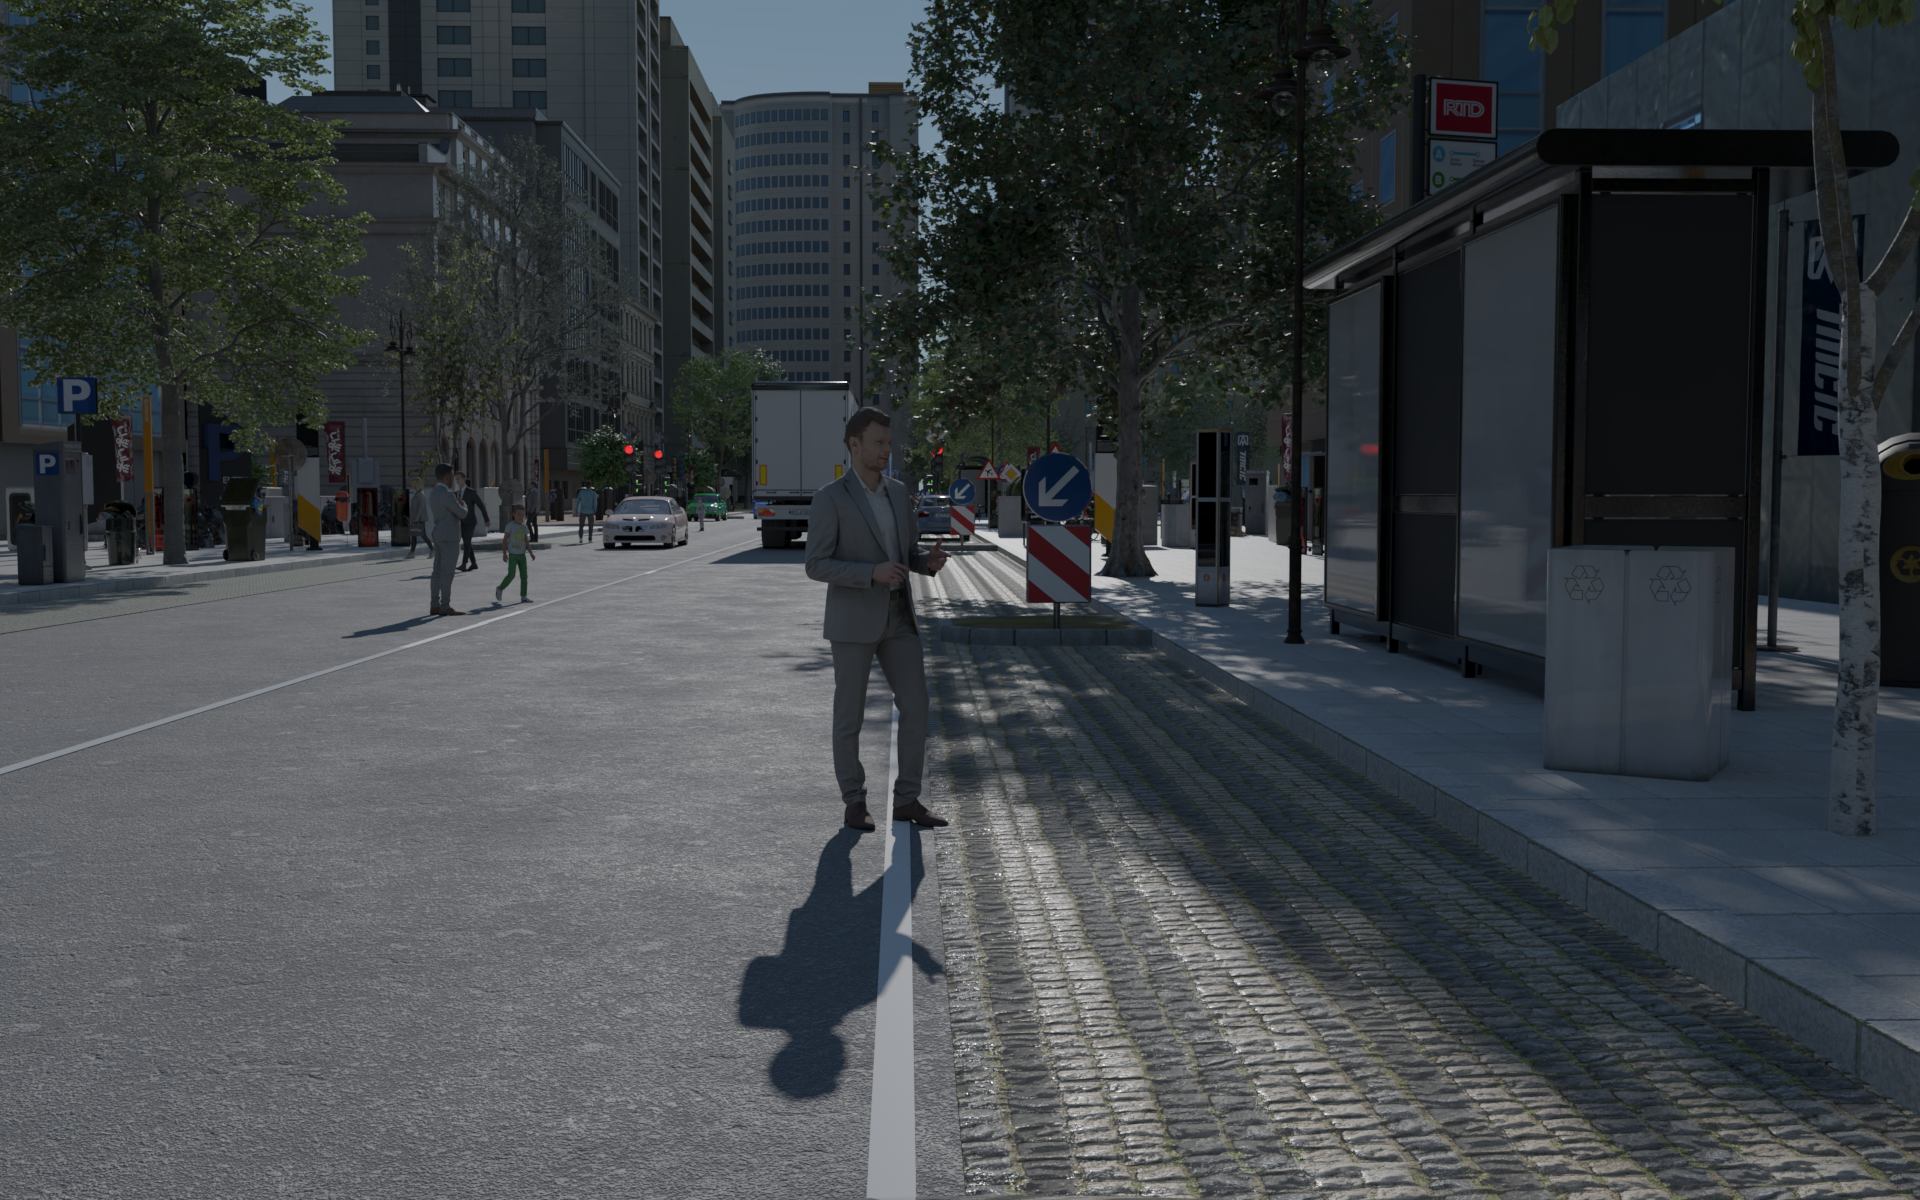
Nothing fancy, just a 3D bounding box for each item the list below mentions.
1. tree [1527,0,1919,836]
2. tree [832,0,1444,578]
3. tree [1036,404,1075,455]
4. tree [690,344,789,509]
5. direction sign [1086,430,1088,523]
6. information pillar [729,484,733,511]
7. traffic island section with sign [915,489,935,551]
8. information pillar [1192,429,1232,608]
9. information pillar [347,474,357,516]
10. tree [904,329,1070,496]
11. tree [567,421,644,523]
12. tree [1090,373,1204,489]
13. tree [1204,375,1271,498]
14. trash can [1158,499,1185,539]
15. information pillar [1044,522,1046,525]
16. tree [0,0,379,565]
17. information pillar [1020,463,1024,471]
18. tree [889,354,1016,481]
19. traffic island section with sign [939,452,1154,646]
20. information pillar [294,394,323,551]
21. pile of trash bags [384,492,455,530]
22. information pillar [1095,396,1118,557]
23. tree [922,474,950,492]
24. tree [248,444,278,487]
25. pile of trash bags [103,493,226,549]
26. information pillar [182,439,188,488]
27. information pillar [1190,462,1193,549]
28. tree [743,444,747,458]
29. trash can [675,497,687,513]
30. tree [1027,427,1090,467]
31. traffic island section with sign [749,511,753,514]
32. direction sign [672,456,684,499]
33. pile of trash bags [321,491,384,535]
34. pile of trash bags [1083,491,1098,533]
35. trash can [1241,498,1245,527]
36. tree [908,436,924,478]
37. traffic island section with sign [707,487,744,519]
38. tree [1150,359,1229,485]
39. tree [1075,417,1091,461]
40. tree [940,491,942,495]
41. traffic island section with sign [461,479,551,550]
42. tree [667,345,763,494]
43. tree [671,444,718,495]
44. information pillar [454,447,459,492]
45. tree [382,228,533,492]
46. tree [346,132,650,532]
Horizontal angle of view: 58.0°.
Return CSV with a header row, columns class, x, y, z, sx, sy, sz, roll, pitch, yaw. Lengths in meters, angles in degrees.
class,x,y,z,sx,sy,sz,roll,pitch,yaw
tree,3.194,-3.413,6.166,4.737,8.622,4.395,0,3,0
tree,2.723,-6.719,26.866,9.611,12.733,9.660,0,3,0
tree,8.198,-11.691,141.516,4.360,8.622,3.978,0,3,0
tree,-18.262,-14.795,148.555,9.857,13.997,8.962,0,3,0
direction sign,4.521,-4.257,61.604,0.379,3.537,0.876,0,4,7
information pillar,-16.901,-7.566,128.193,0.304,2.012,0.304,1,4,11
traffic island section with sign,-0.073,-2.172,44.144,1.989,1.847,2.006,0,4,-2
information pillar,2.881,-0.930,19.701,0.304,2.012,0.304,3,4,37
information pillar,-21.999,-3.563,62.750,0.304,2.012,0.304,-3,4,-37
tree,1.763,-10.042,82.308,7.486,12.596,7.792,0,3,0
tree,-15.952,-5.771,78.062,4.285,4.588,4.351,0,3,0
tree,10.238,-8.840,94.894,4.360,8.622,3.978,0,3,0
tree,16.114,-8.941,96.541,4.360,8.622,3.978,0,3,0
trash can,5.799,-2.191,47.484,0.748,1.137,0.748,0,3,0
information pillar,2.772,-2.971,53.068,0.304,2.012,0.304,1,4,18
tree,-14.816,-6.925,31.351,7.486,12.596,7.792,0,3,0
information pillar,4.399,-7.954,121.401,0.504,3.616,0.183,-3,5,-40
tree,-0.434,-13.804,136.060,12.009,13.543,11.850,0,3,0
traffic island section with sign,0.796,-0.522,17.166,1.989,1.847,2.006,0,4,-2
information pillar,-14.760,-2.930,39.255,0.504,3.616,0.183,-2,4,-28
pile of trash bags,-19.640,-3.208,62.199,3.447,1.369,1.912,-2,4,-31
information pillar,3.002,-2.690,35.330,0.504,3.616,0.183,-1,4,-14
tree,-1.986,-11.390,169.942,4.285,4.588,4.351,0,3,0
tree,-24.424,-3.974,59.575,1.663,3.219,1.824,0,3,0
pile of trash bags,-18.652,-1.958,41.763,1.912,1.369,3.447,3,5,43
information pillar,-28.330,-4.389,63.116,0.504,3.616,0.183,2,4,23
information pillar,5.533,-2.187,40.249,0.304,2.012,0.304,1,4,23
tree,-19.190,-17.337,193.827,12.009,13.543,11.850,0,3,0
trash can,-15.661,-5.231,97.187,0.748,1.137,0.748,0,3,0
tree,2.695,-3.421,50.541,1.663,3.219,1.824,0,3,0
traffic island section with sign,-14.289,-7.194,126.250,1.989,1.847,2.006,0,4,-2
direction sign,-16.751,-6.777,102.798,0.379,3.537,0.876,3,4,37
pile of trash bags,-19.478,-2.767,54.995,1.912,1.369,3.447,-1,4,-16
pile of trash bags,5.064,-2.957,58.106,1.912,1.369,3.447,-2,4,-26
trash can,11.403,-3.453,68.102,0.748,1.137,0.748,0,3,0
tree,-3.668,-17.009,212.506,7.601,10.594,8.767,-3,5,-42
traffic island section with sign,-13.420,-5.546,99.308,1.989,1.847,2.006,0,4,-2
tree,18.977,-13.746,142.871,7.486,12.596,7.792,0,3,0
tree,11.328,-10.886,128.346,4.360,8.622,3.978,0,3,0
tree,-2.240,-14.256,183.454,4.737,8.622,4.395,0,3,0
traffic island section with sign,-11.664,-2.210,44.756,1.989,1.847,2.006,0,4,-2
tree,-16.682,-11.906,120.418,9.928,11.665,9.643,0,3,0
tree,-17.286,-7.928,113.340,4.285,4.588,4.351,0,3,0
information pillar,-23.487,-5.471,80.809,0.183,3.616,0.504,0,4,0
tree,-14.330,-6.023,48.846,4.360,8.622,3.978,0,3,0
tree,-15.211,-9.038,58.146,12.009,13.543,11.850,0,3,0
